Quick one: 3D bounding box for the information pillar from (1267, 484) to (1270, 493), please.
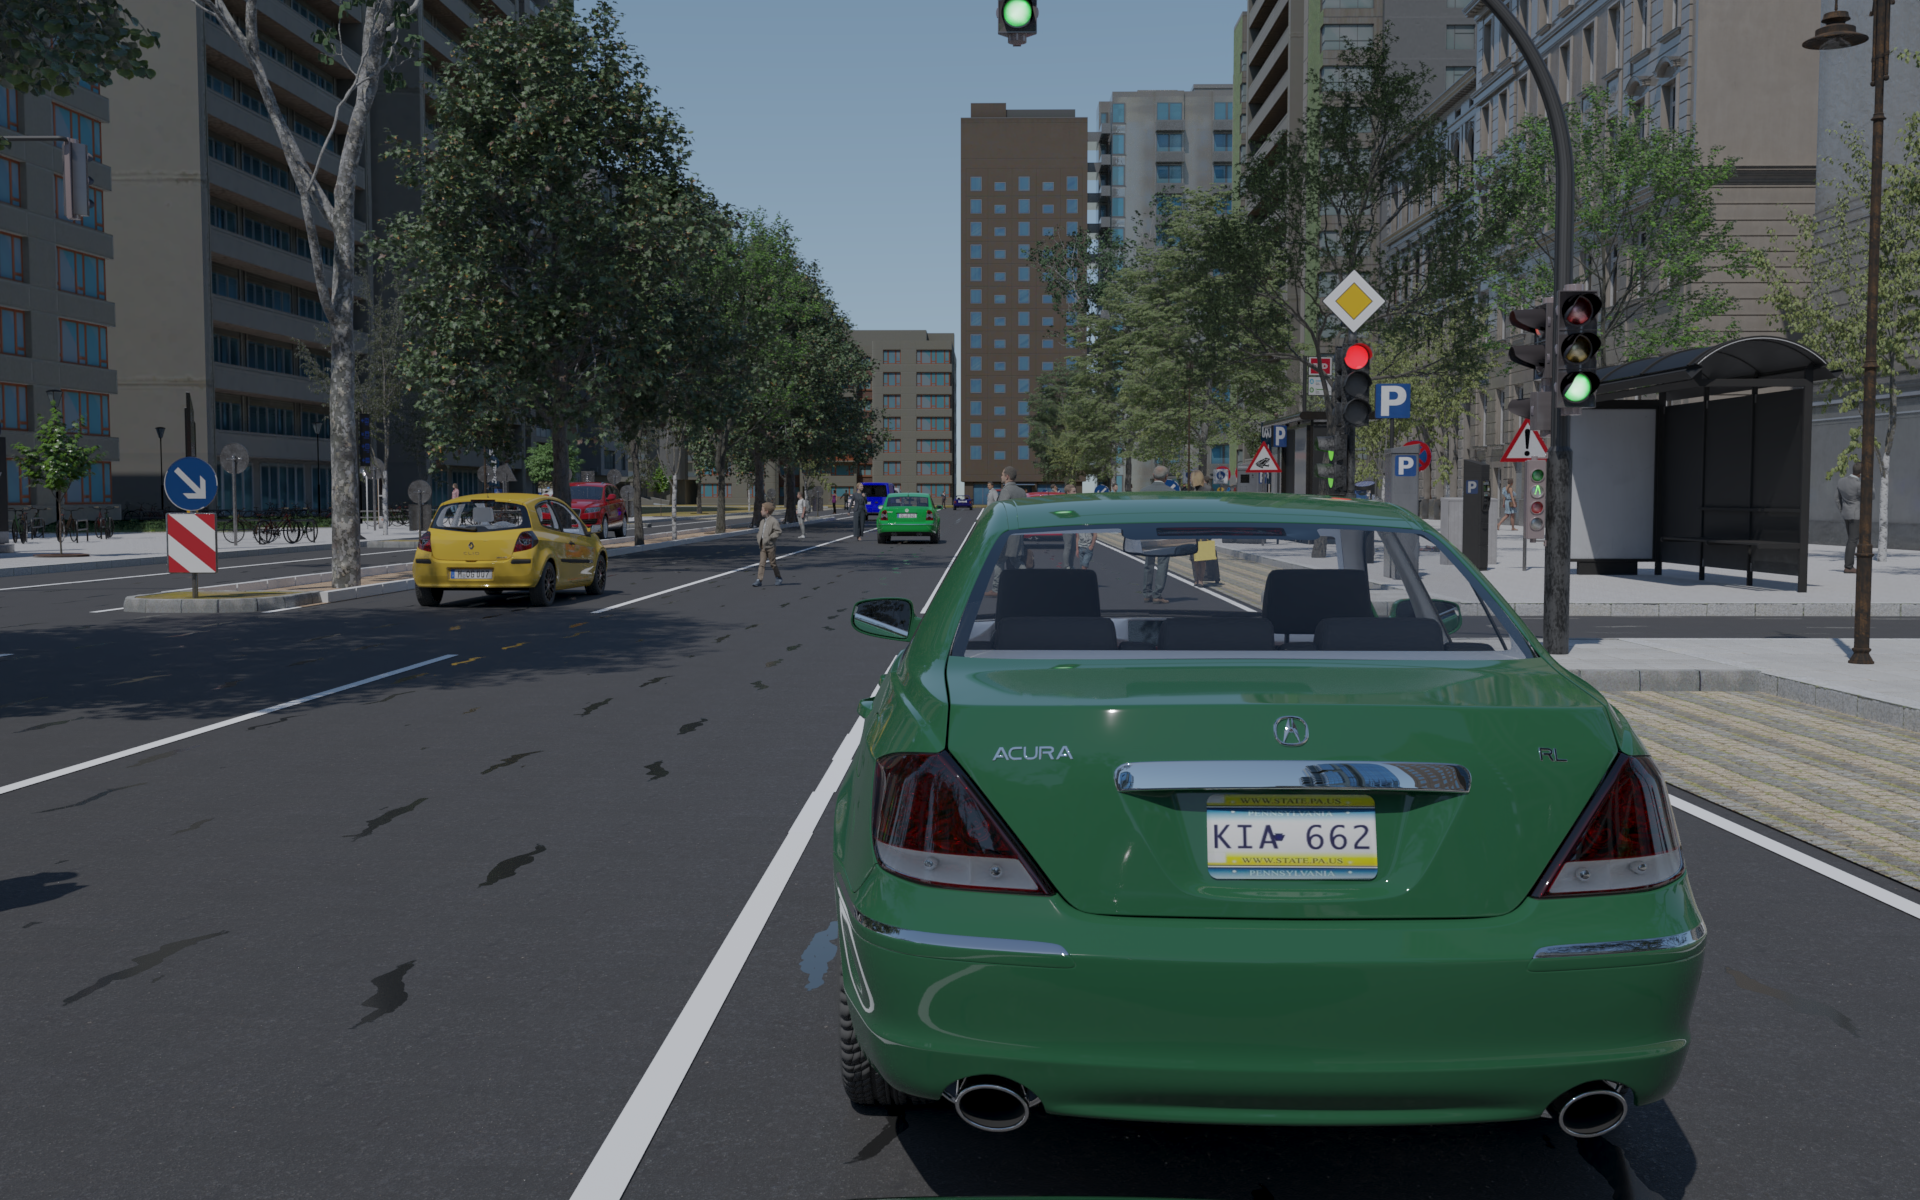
[{"bbox_3d":[10.383,-3.340,59.097,0.304,2.012,0.304,0,4,-1],"label":"information pillar"}]

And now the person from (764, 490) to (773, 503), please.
[{"bbox_3d":[-13.277,-6.629,117.678,1.217,1.735,0.721,-3,4,-38],"label":"person"}]

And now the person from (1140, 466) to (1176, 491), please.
[{"bbox_3d":[2.642,-0.865,22.813,0.661,1.801,0.590,2,4,29],"label":"person"}]

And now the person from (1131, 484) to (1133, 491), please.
[{"bbox_3d":[8.923,-5.150,90.251,0.388,1.821,0.555,0,4,-6],"label":"person"}]

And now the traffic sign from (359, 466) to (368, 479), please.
[{"bbox_3d":[-21.587,-3.871,63.021,0.795,2.593,0.064,0,4,2],"label":"traffic sign"}]

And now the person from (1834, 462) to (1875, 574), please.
[{"bbox_3d":[14.446,-1.330,27.974,0.473,1.802,0.592,0,4,4],"label":"person"}]

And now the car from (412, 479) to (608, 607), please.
[{"bbox_3d":[-5.996,-0.813,23.510,2.015,1.641,3.980,0,4,3],"label":"car"}]

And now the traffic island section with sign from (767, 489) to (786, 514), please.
[{"bbox_3d":[-13.497,-7.062,124.087,1.989,1.847,2.006,0,4,1],"label":"traffic island section with sign"}]

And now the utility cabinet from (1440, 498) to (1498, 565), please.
[{"bbox_3d":[9.263,-1.245,31.515,1.020,1.237,0.306,-1,4,-16],"label":"utility cabinet"}]

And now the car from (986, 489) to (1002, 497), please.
[{"bbox_3d":[3.209,-7.720,134.899,2.281,1.827,5.304,0,4,0],"label":"car"}]

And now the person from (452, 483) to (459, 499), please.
[{"bbox_3d":[-25.757,-5.028,88.255,0.555,1.821,0.388,2,4,35],"label":"person"}]

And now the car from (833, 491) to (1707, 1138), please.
[{"bbox_3d":[0.665,0.387,5.470,2.131,1.459,4.920,0,4,2],"label":"car"}]

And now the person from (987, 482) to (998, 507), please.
[{"bbox_3d":[1.145,-2.974,56.970,0.795,1.843,0.661,-1,4,-15],"label":"person"}]

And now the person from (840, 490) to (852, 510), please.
[{"bbox_3d":[-10.100,-8.896,153.979,1.348,1.821,0.705,1,4,21],"label":"person"}]

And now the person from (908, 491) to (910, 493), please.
[{"bbox_3d":[-4.837,-9.497,164.710,0.436,1.711,0.756,2,4,26],"label":"person"}]

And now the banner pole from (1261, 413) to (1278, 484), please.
[{"bbox_3d":[9.516,-3.862,53.155,0.863,3.779,0.401,-2,4,-33],"label":"banner pole"}]

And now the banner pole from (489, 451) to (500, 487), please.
[{"bbox_3d":[-20.772,-5.298,76.635,0.863,3.779,0.401,0,4,-3],"label":"banner pole"}]

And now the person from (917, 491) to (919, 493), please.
[{"bbox_3d":[-3.839,-9.260,160.616,1.217,1.735,0.721,1,4,14],"label":"person"}]

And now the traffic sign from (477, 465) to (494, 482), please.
[{"bbox_3d":[-20.820,-4.644,76.033,0.768,2.556,0.104,0,4,6],"label":"traffic sign"}]

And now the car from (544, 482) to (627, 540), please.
[{"bbox_3d":[-11.815,-2.799,54.433,2.281,1.827,5.304,0,4,0],"label":"car"}]

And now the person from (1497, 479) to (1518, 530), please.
[{"bbox_3d":[19.181,-3.326,60.523,0.778,1.811,0.616,0,4,-7],"label":"person"}]

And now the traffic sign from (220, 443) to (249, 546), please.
[{"bbox_3d":[-18.030,-2.626,43.038,0.768,2.556,0.104,0,4,6],"label":"traffic sign"}]

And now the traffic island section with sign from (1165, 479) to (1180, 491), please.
[{"bbox_3d":[5.404,-2.319,46.537,1.989,1.847,2.006,0,4,1],"label":"traffic island section with sign"}]

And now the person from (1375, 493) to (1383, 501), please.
[{"bbox_3d":[8.042,-1.552,34.014,0.523,1.515,0.503,-1,4,-18],"label":"person"}]

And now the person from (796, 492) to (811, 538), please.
[{"bbox_3d":[-5.145,-2.777,56.501,0.503,1.515,0.523,2,4,29],"label":"person"}]

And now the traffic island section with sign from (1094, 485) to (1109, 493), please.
[{"bbox_3d":[5.907,-4.005,74.106,1.989,1.847,2.006,0,4,1],"label":"traffic island section with sign"}]

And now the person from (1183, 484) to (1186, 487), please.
[{"bbox_3d":[11.239,-4.915,86.384,0.713,1.824,0.794,-1,4,-21],"label":"person"}]

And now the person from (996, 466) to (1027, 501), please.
[{"bbox_3d":[0.672,-0.937,23.914,0.767,1.812,0.694,2,4,32],"label":"person"}]

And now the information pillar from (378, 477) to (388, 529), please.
[{"bbox_3d":[-21.441,-3.661,64.352,0.304,2.012,0.304,0,4,-8],"label":"information pillar"}]

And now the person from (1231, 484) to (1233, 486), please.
[{"bbox_3d":[14.716,-5.310,93.086,0.699,1.804,1.509,1,4,15],"label":"person"}]

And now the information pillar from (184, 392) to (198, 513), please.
[{"bbox_3d":[-17.760,-2.977,40.030,0.183,3.616,0.504,-1,4,-14],"label":"information pillar"}]

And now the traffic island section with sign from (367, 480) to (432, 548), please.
[{"bbox_3d":[-14.907,-2.368,47.349,1.989,1.847,2.006,0,4,1],"label":"traffic island section with sign"}]

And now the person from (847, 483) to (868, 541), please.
[{"bbox_3d":[-3.104,-2.683,52.782,0.576,1.772,0.534,-3,5,-40],"label":"person"}]

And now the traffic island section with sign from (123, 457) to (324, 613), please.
[{"bbox_3d":[-9.397,-0.839,21.848,2.006,1.907,1.989,0,4,1],"label":"traffic island section with sign"}]

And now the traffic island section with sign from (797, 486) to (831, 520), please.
[{"bbox_3d":[-8.033,-5.434,96.974,2.006,1.907,1.989,0,4,1],"label":"traffic island section with sign"}]

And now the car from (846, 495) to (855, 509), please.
[{"bbox_3d":[-10.307,-9.743,171.661,2.083,1.381,4.827,0,4,1],"label":"car"}]

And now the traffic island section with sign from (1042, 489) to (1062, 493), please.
[{"bbox_3d":[6.815,-7.052,123.926,1.989,1.847,2.006,0,4,1],"label":"traffic island section with sign"}]

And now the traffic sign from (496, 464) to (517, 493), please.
[{"bbox_3d":[-18.435,-4.304,70.366,0.884,2.594,0.081,1,4,9],"label":"traffic sign"}]

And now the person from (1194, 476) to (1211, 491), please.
[{"bbox_3d":[7.581,-2.963,54.291,0.655,1.846,0.447,1,4,9],"label":"person"}]

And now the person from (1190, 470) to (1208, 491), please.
[{"bbox_3d":[3.807,-1.113,26.912,0.699,1.804,1.509,2,4,23],"label":"person"}]

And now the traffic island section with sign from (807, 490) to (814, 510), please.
[{"bbox_3d":[-13.011,-8.722,151.232,1.989,1.847,2.006,0,4,1],"label":"traffic island section with sign"}]

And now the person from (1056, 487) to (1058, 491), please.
[{"bbox_3d":[4.668,-4.573,83.617,0.601,1.785,0.444,-1,4,-12],"label":"person"}]

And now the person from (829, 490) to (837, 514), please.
[{"bbox_3d":[-9.162,-7.101,125.281,0.721,1.739,1.217,-2,4,-30],"label":"person"}]

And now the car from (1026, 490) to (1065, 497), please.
[{"bbox_3d":[2.331,-2.321,46.981,2.155,1.783,4.494,0,4,0],"label":"car"}]

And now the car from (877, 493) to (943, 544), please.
[{"bbox_3d":[-1.491,-2.604,51.368,1.959,1.807,4.718,0,4,0],"label":"car"}]

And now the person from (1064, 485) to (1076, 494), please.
[{"bbox_3d":[1.961,-1.269,31.058,0.330,1.601,0.589,2,4,31],"label":"person"}]

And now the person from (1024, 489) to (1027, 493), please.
[{"bbox_3d":[3.955,-5.714,102.636,0.721,1.735,1.217,2,4,31],"label":"person"}]

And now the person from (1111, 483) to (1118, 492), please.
[{"bbox_3d":[5.530,-3.318,62.762,0.620,1.820,0.660,2,4,33],"label":"person"}]

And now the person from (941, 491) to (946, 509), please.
[{"bbox_3d":[-1.588,-9.621,166.604,0.445,1.727,0.742,1,4,22],"label":"person"}]

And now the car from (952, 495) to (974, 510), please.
[{"bbox_3d":[0.266,-8.712,155.023,1.945,1.354,3.894,0,4,1],"label":"car"}]

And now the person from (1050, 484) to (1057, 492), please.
[{"bbox_3d":[3.669,-3.511,66.078,0.592,1.802,0.473,-3,4,-37],"label":"person"}]

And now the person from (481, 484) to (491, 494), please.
[{"bbox_3d":[-26.006,-5.466,95.188,0.659,1.850,0.755,1,4,18],"label":"person"}]

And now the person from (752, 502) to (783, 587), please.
[{"bbox_3d":[-2.965,-0.865,26.915,0.475,1.303,0.640,2,4,29],"label":"person"}]

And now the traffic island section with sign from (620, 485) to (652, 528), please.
[{"bbox_3d":[-14.404,-4.047,74.803,1.989,1.847,2.006,0,4,1],"label":"traffic island section with sign"}]
